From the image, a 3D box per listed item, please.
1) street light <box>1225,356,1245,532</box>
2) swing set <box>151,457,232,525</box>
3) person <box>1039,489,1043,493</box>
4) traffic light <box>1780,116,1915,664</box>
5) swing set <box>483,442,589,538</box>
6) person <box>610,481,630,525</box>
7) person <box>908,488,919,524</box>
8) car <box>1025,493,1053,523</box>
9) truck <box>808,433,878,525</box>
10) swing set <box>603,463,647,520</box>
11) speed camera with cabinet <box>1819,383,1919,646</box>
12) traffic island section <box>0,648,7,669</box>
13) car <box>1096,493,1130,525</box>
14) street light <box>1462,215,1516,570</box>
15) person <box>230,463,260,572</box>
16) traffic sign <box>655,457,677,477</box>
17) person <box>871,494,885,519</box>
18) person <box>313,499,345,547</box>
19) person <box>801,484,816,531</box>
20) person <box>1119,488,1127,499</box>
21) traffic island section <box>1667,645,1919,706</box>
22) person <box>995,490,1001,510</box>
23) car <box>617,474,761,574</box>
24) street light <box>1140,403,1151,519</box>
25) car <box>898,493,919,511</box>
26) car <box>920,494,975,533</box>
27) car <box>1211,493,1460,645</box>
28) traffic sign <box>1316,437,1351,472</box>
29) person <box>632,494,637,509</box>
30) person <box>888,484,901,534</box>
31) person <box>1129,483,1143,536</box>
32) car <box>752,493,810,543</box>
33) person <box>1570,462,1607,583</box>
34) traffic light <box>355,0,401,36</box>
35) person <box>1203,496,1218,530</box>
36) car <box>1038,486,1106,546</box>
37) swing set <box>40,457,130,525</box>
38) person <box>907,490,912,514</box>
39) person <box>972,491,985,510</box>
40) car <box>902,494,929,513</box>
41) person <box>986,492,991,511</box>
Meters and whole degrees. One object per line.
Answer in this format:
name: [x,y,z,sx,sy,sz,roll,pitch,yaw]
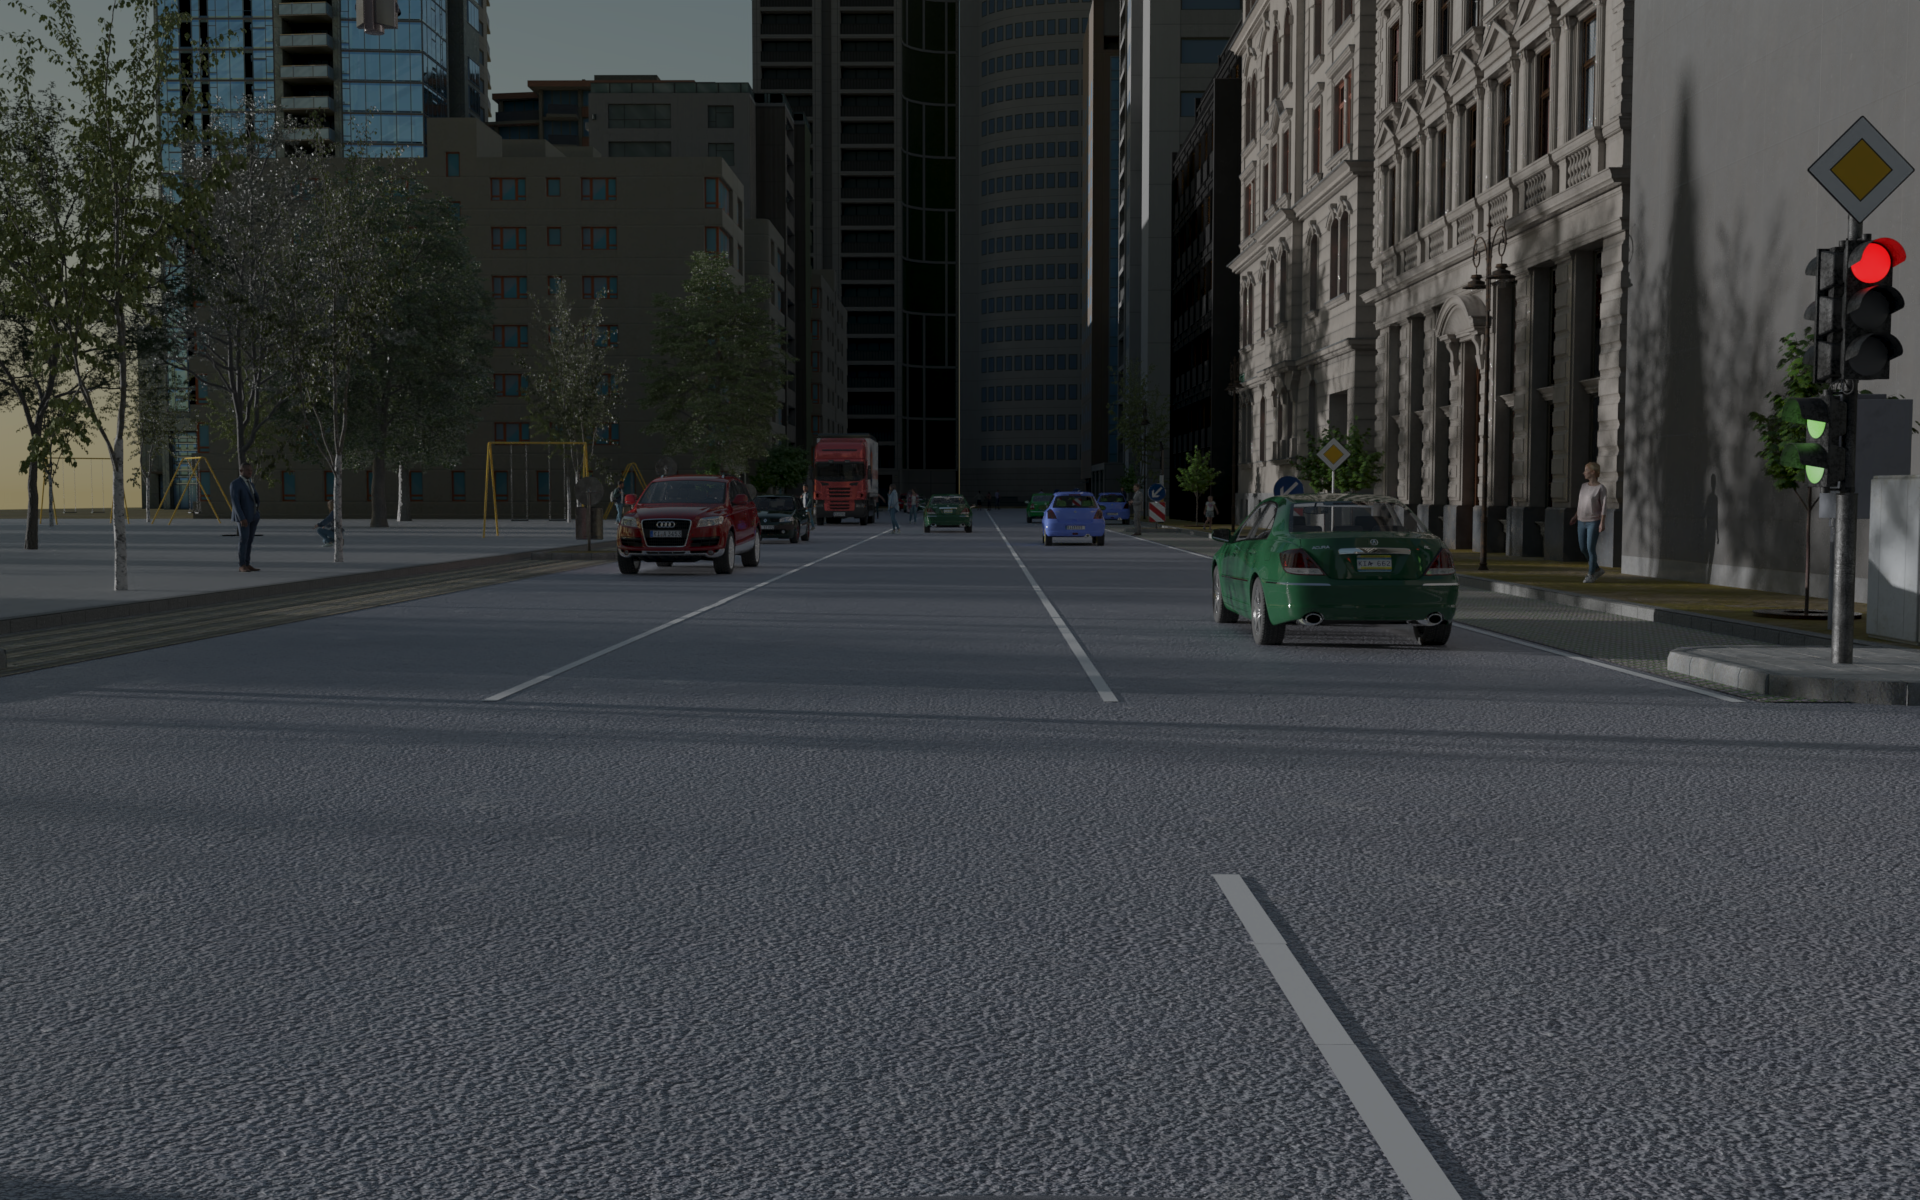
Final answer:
street light: [9.207,-5.223,58.192,0.468,5.910,1.993,0,4,1]
swing set: [-32.638,-4.658,73.781,2.862,2.851,3.119,-3,4,-38]
person: [6.673,-8.097,140.748,0.709,1.838,0.599,2,4,27]
traffic light: [6.682,-1.476,13.047,0.839,4.253,0.868,0,4,1]
swing set: [-12.796,-3.329,52.041,3.119,2.851,2.862,0,4,-7]
person: [-13.884,-3.970,70.931,0.713,1.824,0.794,3,5,39]
person: [-2.223,-4.510,83.077,0.563,1.720,0.643,0,4,-1]
car: [4.215,-4.747,86.417,1.959,1.807,4.718,0,4,1]
truck: [-5.391,-5.718,82.398,2.839,4.237,11.283,0,3,0]
swing set: [-16.554,-5.489,87.360,2.862,2.851,3.119,-1,4,-14]
speed camera with cabinet: [8.407,-1.293,15.472,0.660,3.252,2.038,0,4,4]
traffic island section: [-8.818,0.549,13.302,2.009,0.180,2.903,0,4,1]
car: [7.078,-4.399,81.517,1.945,1.707,3.694,0,4,2]
street light: [8.837,-3.442,29.069,0.468,5.910,1.993,0,4,1]
person: [-11.857,-1.376,28.729,0.419,1.800,0.721,0,4,1]
traffic sign: [-10.082,-3.629,59.443,0.768,2.556,0.104,0,4,7]
person: [-4.916,-5.587,100.549,1.217,1.736,0.721,1,4,14]
person: [-15.407,-1.872,42.156,0.738,1.151,1.012,0,4,5]
person: [-5.963,-3.605,67.434,0.713,1.824,0.794,-1,4,-20]
person: [9.591,-5.834,102.342,0.541,1.710,0.530,2,4,32]
traffic island section: [6.722,0.558,13.160,2.009,0.180,2.903,0,4,1]
person: [3.557,-9.255,159.679,0.599,1.838,0.709,3,5,40]
car: [-5.041,-1.471,32.722,2.281,1.827,5.304,0,4,2]
street light: [9.373,-7.036,87.821,0.468,5.910,1.993,0,4,1]
car: [-4.342,-8.331,145.253,2.155,1.783,4.494,0,3,0]
car: [-0.469,-3.290,65.591,2.131,1.459,4.920,0,4,-1]
car: [3.740,-0.371,17.863,2.131,1.459,4.920,0,4,1]
traffic sign: [8.658,-2.469,40.098,0.795,2.593,0.064,1,4,10]
person: [-13.099,-3.632,69.695,0.640,1.303,0.475,-1,4,-14]
person: [-2.366,-3.274,62.290,0.793,1.790,0.793,-3,5,-44]
person: [6.019,-3.118,59.673,0.583,1.804,0.606,-1,4,-18]
car: [-5.514,-2.559,51.620,2.009,1.686,4.222,0,4,2]
person: [9.164,-1.127,25.145,0.598,1.740,0.731,-2,4,-35]
traffic light: [-6.686,-2.356,13.184,4.771,5.953,1.251,0,4,1]
person: [8.954,-3.105,61.831,0.505,1.210,0.382,0,4,-3]
car: [3.202,-2.426,49.257,1.945,1.707,3.694,0,4,1]
swing set: [-37.622,-4.709,74.607,3.119,2.851,2.862,-3,5,-41]
person: [-3.660,-7.165,126.323,0.551,1.740,0.621,2,4,34]
person: [1.655,-8.701,151.553,1.217,1.735,0.721,-2,4,-24]
car: [-3.450,-7.530,134.912,2.131,1.459,4.920,0,4,0]
person: [2.446,-8.507,149.052,0.593,1.643,0.415,3,4,37]
